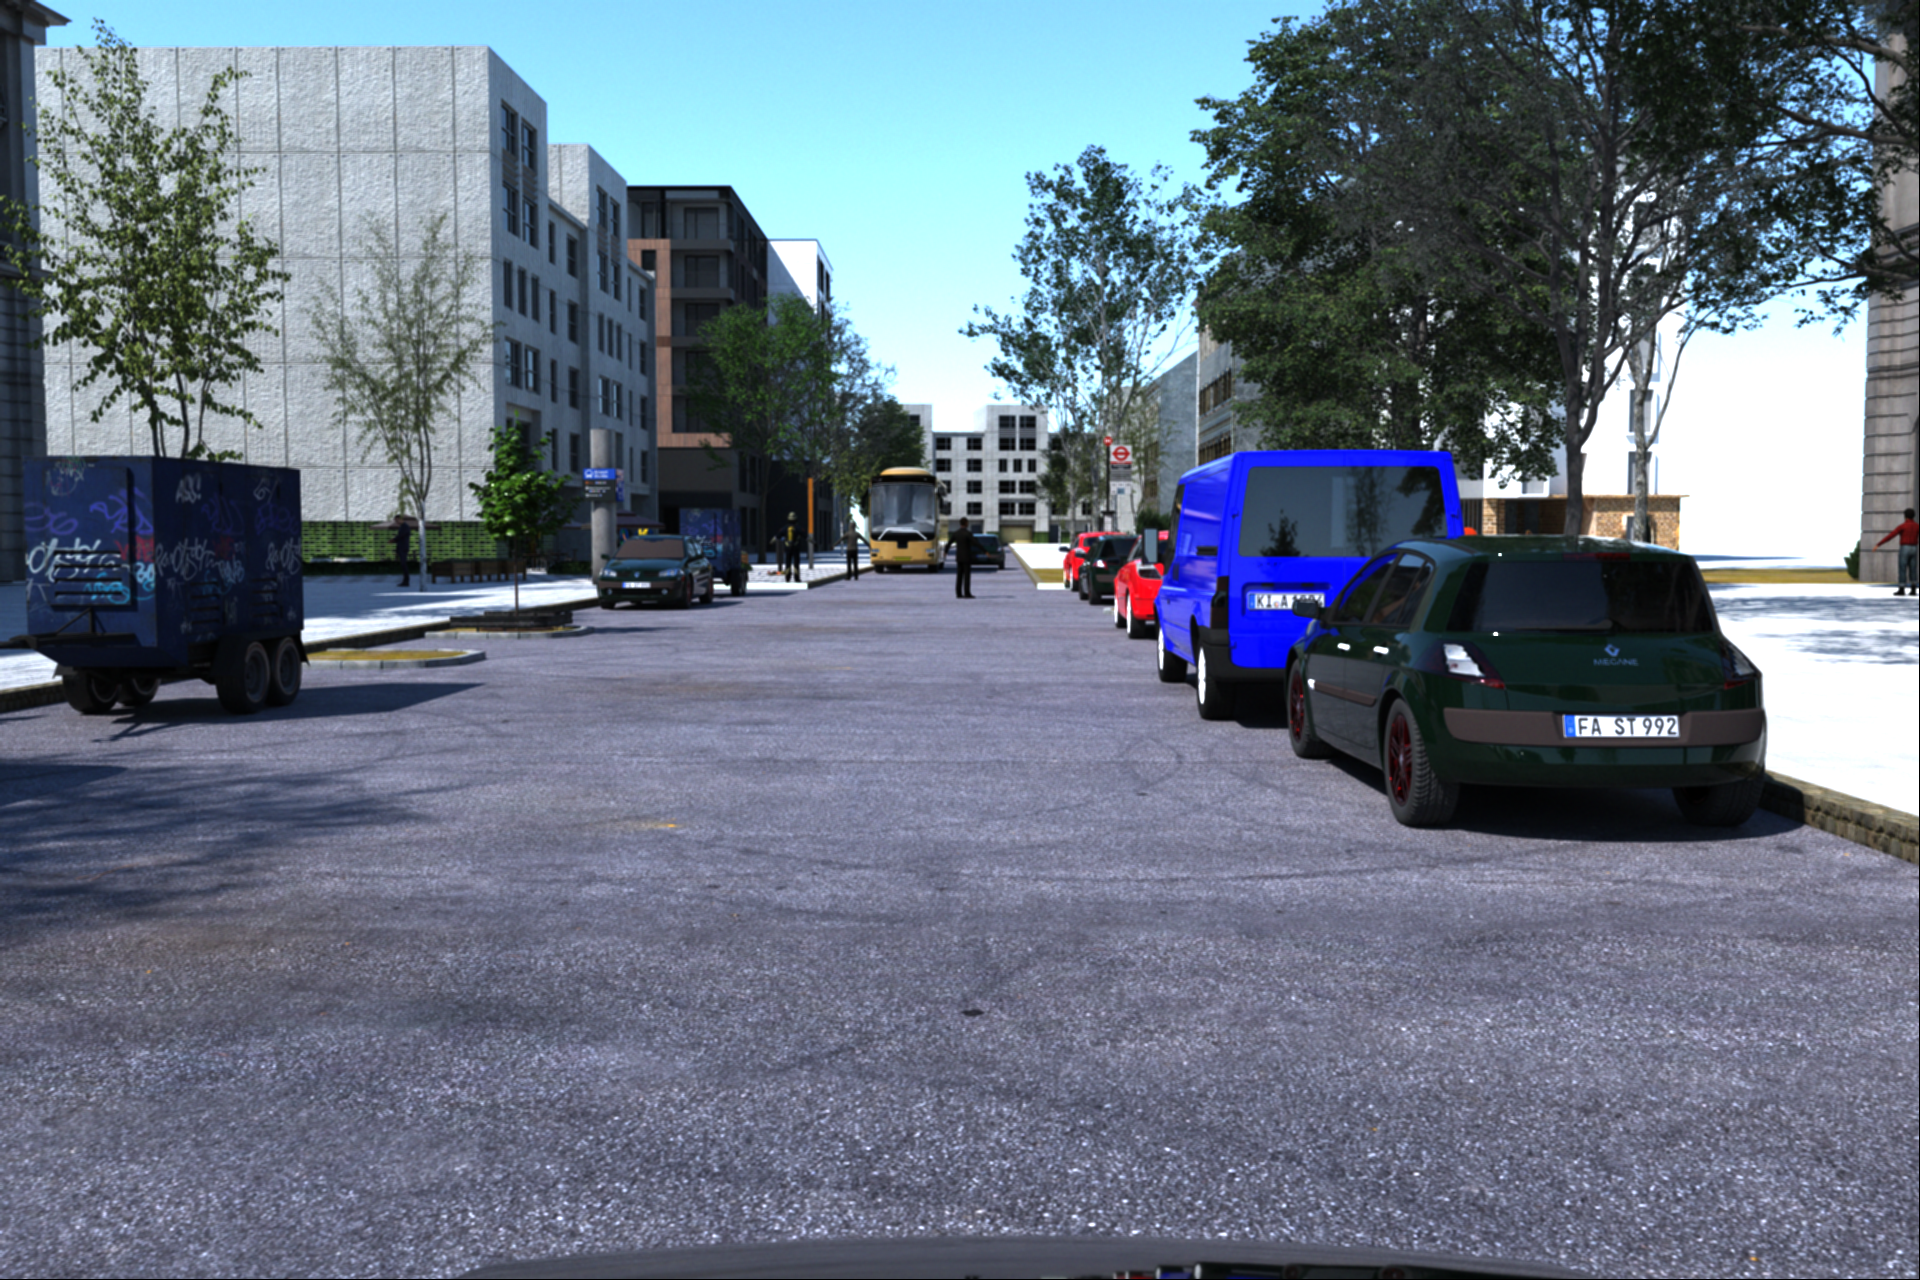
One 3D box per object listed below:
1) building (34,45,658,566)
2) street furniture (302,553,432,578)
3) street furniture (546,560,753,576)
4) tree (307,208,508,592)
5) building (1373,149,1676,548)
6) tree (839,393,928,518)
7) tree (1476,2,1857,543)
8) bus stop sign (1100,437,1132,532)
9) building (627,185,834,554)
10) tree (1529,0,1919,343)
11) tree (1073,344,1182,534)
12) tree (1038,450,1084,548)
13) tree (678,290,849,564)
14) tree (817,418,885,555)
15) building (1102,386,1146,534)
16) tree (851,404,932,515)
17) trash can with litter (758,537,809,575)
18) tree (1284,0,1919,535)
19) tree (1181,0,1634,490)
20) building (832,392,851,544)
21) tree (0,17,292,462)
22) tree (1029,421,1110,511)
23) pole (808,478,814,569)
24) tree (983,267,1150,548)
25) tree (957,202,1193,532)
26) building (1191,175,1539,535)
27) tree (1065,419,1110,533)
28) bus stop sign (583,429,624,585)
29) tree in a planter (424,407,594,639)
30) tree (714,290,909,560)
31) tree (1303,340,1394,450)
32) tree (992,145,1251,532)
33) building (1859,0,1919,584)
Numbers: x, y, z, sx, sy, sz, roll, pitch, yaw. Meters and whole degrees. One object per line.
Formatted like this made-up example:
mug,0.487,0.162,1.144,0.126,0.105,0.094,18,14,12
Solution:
building,-25.168,-12.994,78.910,16.747,18.905,31.486,0,4,1
street furniture,-20.948,-2.244,52.322,5.734,0.657,10.072,3,5,42
street furniture,-9.833,-2.470,56.013,5.734,0.657,10.072,0,4,6
tree,-11.772,-5.392,38.525,4.360,8.622,3.978,0,3,0
building,27.293,-14.394,91.764,16.016,20.090,11.380,0,4,1
tree,-6.419,-13.571,140.019,7.486,12.596,7.792,0,3,0
tree,20.884,-12.100,53.728,12.611,20.169,13.585,0,3,0
bus stop sign,4.268,-3.593,47.449,0.855,3.939,0.416,0,4,0
building,-23.845,-16.772,118.190,27.936,21.610,32.646,0,4,0
tree,9.200,-4.909,14.673,8.767,10.594,7.601,1,4,20
tree,6.921,-7.110,66.611,4.360,8.622,3.978,0,3,0
tree,8.943,-12.277,151.093,4.737,8.622,4.395,0,3,0
tree,-8.286,-9.028,73.361,9.928,11.665,9.643,0,3,0
tree,-6.860,-9.394,103.960,4.737,8.622,4.395,0,3,0
building,27.063,-21.317,214.985,16.747,18.905,31.486,0,4,1
tree,-6.028,-14.201,150.308,7.486,12.596,7.792,0,3,0
trash can with litter,-5.522,-2.669,54.694,1.678,1.210,2.233,0,4,1
tree,9.256,-7.046,25.568,12.009,13.543,11.850,0,3,0
tree,9.676,-8.008,37.581,9.857,13.997,8.962,0,3,0
building,-23.351,-21.398,216.317,16.747,18.905,31.486,0,4,1
tree,-11.630,-4.576,25.186,4.737,8.622,4.395,0,3,0
tree,9.148,-12.757,142.992,7.601,10.594,8.767,-1,4,-18
pole,-5.442,-4.244,63.230,0.158,3.312,0.155,0,3,0
tree,6.879,-16.480,125.329,12.611,20.169,13.585,0,3,0
tree,6.705,-14.923,99.883,12.611,20.169,13.585,0,3,0
building,24.600,-16.718,104.273,19.493,23.208,18.063,0,4,2
tree,8.273,-9.857,111.526,4.360,8.622,3.978,0,3,0
bus stop sign,-8.983,-3.344,43.685,0.837,3.901,0.837,0,4,2
tree in a planter,-6.309,-1.671,24.547,1.991,3.239,1.994,0,4,2
tree,-7.507,-10.816,87.218,12.009,13.543,11.850,0,3,0
tree,15.109,-6.951,64.007,4.360,8.622,3.978,0,3,0
tree,7.930,-13.877,82.778,12.611,20.169,13.585,0,3,0
building,27.709,-11.604,30.377,13.314,22.015,24.055,0,4,2
